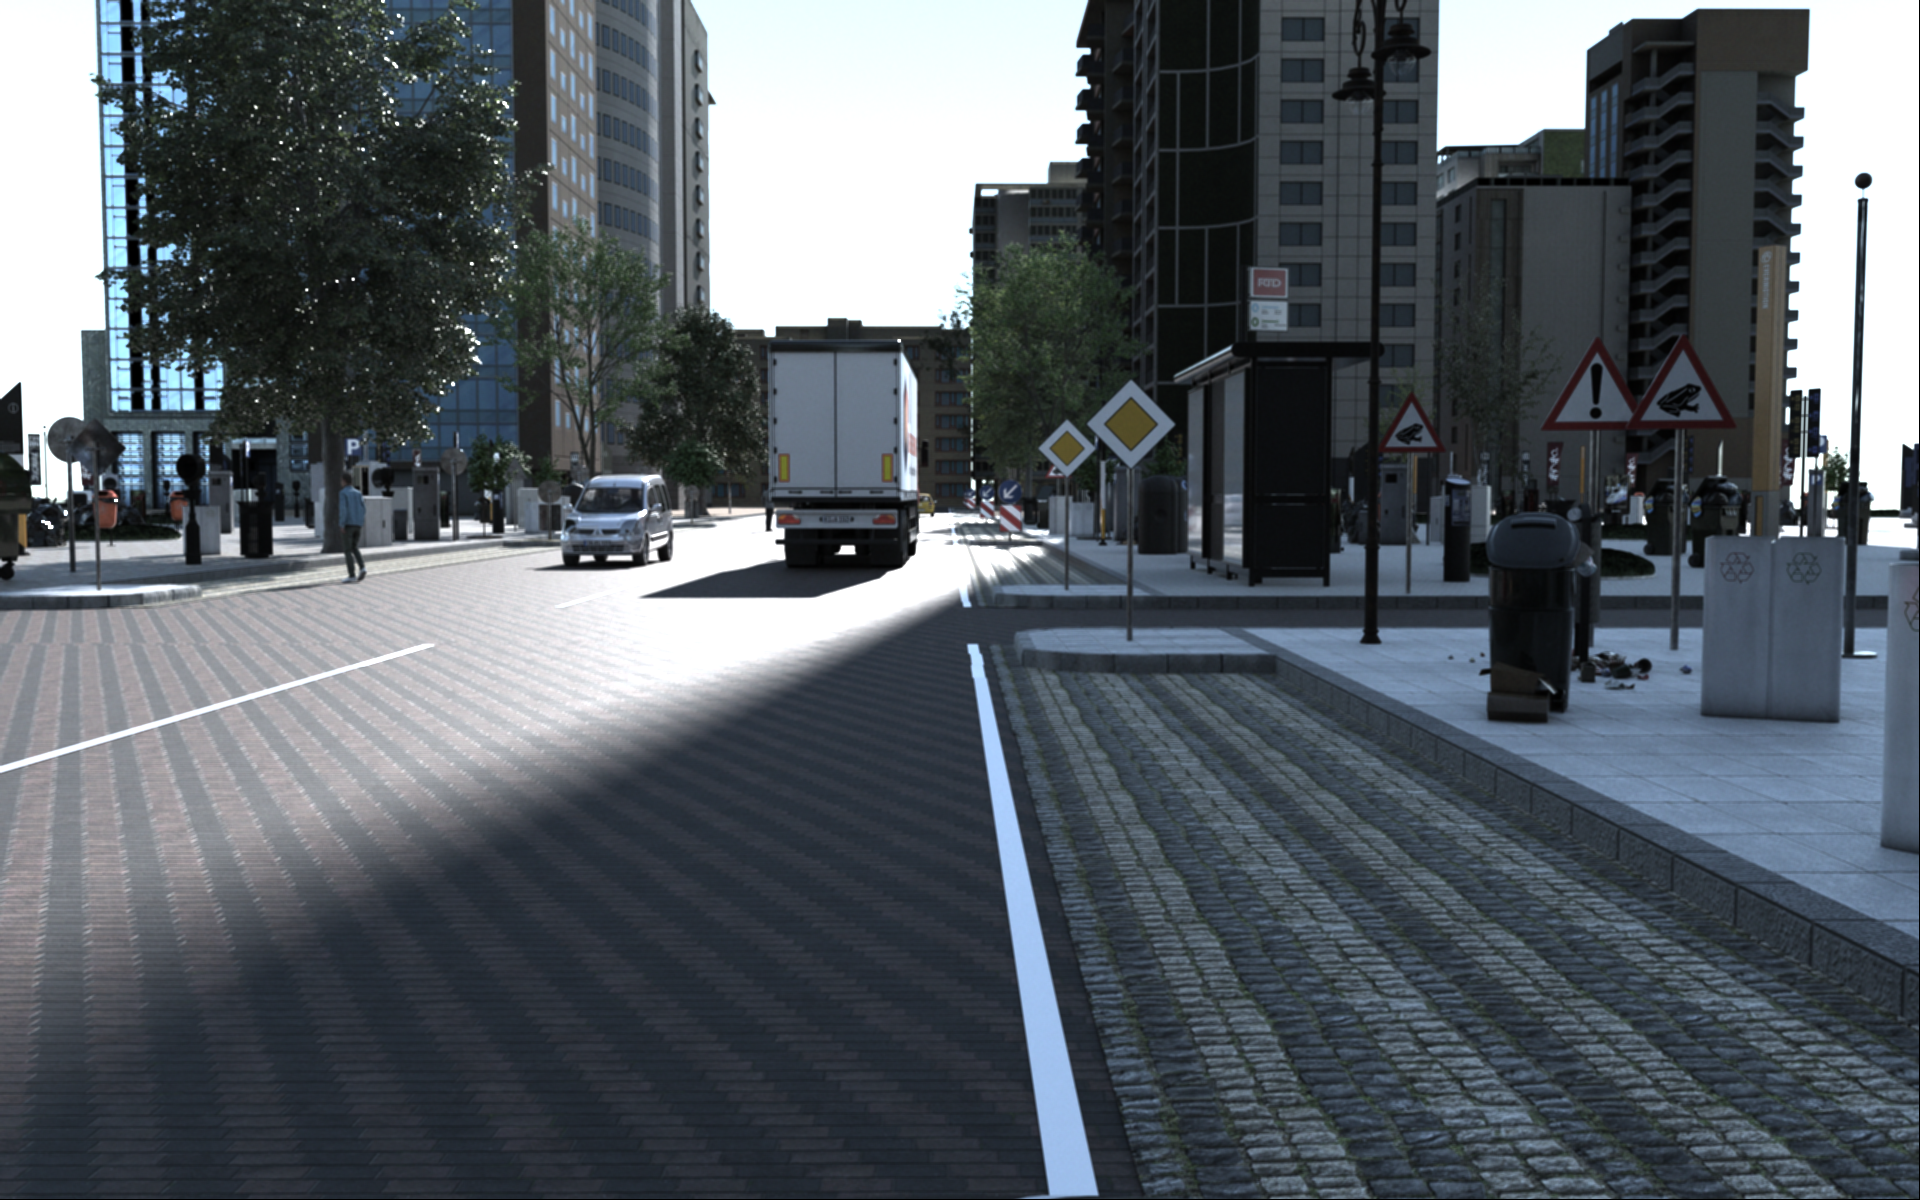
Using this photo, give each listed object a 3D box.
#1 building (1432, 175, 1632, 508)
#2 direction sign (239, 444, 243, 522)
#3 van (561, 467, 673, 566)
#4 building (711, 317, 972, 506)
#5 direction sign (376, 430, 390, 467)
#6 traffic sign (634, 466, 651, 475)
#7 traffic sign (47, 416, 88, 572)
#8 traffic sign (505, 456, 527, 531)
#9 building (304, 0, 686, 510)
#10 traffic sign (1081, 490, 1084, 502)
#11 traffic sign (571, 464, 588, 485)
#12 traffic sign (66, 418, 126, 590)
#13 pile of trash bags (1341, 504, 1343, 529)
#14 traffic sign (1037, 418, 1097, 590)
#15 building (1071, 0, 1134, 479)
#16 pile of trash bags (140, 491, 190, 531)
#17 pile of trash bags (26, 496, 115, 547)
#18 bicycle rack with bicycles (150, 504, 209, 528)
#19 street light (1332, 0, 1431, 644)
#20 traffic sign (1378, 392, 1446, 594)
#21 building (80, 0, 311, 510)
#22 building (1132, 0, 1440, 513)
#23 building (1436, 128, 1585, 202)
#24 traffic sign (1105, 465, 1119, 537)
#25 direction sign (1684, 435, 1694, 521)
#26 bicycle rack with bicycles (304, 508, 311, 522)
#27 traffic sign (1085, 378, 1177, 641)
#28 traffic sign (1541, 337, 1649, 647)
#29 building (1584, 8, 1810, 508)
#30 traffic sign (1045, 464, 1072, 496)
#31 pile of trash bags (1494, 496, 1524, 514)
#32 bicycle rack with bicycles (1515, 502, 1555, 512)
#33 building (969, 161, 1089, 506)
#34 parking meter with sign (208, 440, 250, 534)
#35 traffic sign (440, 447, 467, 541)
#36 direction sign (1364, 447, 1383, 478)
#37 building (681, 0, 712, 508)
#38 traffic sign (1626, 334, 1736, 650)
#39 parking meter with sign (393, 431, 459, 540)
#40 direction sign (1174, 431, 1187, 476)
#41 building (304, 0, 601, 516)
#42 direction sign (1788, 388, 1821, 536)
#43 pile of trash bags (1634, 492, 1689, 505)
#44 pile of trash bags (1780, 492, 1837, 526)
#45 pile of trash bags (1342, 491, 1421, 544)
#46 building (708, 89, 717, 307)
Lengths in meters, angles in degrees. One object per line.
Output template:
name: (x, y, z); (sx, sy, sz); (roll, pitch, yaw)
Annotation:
building: (52.383, -23.778, 160.469); (14.107, 30.474, 14.160); (0, 4, 0)
direction sign: (-32.465, -5.278, 78.293); (0.379, 3.537, 0.876); (-2, 4, -28)
van: (-7.059, -1.765, 35.863); (2.013, 2.044, 4.112); (0, 4, 1)
building: (-13.283, -21.941, 203.777); (28.899, 21.520, 27.650); (0, 4, 0)
direction sign: (-19.855, -4.130, 59.515); (0.379, 3.537, 0.876); (-3, 4, -37)
traffic sign: (-14.286, -4.758, 77.907); (0.768, 2.556, 0.104); (0, 4, 1)
traffic sign: (-14.580, -1.730, 28.389); (0.768, 2.556, 0.104); (0, 4, 1)
traffic sign: (-15.353, -3.652, 59.719); (0.884, 2.594, 0.081); (0, 4, 7)
building: (-32.902, -35.754, 126.578); (21.231, 58.520, 28.212); (0, 4, 0)
traffic sign: (3.870, -3.336, 54.645); (0.768, 2.556, 0.104); (0, 4, 3)
traffic sign: (-16.251, -4.517, 73.952); (0.768, 2.556, 0.104); (0, 4, 4)
traffic sign: (-11.471, -1.185, 23.019); (0.795, 2.450, 0.064); (0, 4, 0)
pile of trash bags: (12.482, -2.878, 56.809); (1.912, 1.369, 3.447); (2, 4, 28)
traffic sign: (1.423, -1.190, 23.096); (0.795, 2.450, 0.064); (0, 4, 0)
building: (21.449, -30.366, 151.104); (22.147, 44.769, 28.867); (0, 4, 0)
pile of trash bags: (-25.686, -2.682, 53.596); (3.447, 1.369, 1.912); (-3, 4, -36)
pile of trash bags: (-22.317, -1.997, 42.396); (3.447, 1.369, 1.912); (0, 4, -1)
bicycle rack with bicycles: (-29.086, -3.190, 65.535); (2.852, 0.926, 2.925); (0, 4, 5)
street light: (3.534, -2.565, 14.726); (0.468, 5.910, 1.993); (0, 4, 0)
traffic sign: (5.759, -1.357, 22.187); (0.884, 2.594, 0.081); (0, 4, 1)
building: (-60.685, -51.347, 152.187); (31.000, 86.520, 22.319); (0, 4, 0)
building: (21.723, -42.040, 125.607); (20.563, 71.187, 20.611); (0, 4, 0)
building: (61.874, -31.395, 196.900); (14.086, 41.232, 14.154); (0, 4, 0)
traffic sign: (4.427, -3.015, 51.419); (0.606, 2.300, 0.079); (0, 4, 6)
direction sign: (28.172, -4.589, 67.019); (0.379, 3.537, 0.876); (0, 4, 3)
bicycle rack with bicycles: (-29.222, -4.093, 80.308); (2.852, 0.926, 2.925); (-2, 4, -28)
traffic sign: (1.484, -0.701, 15.111); (0.795, 2.450, 0.064); (0, 4, 0)
traffic sign: (5.290, -0.885, 14.478); (0.884, 2.594, 0.081); (0, 4, 5)
building: (66.547, -31.102, 158.627); (14.200, 45.320, 14.600); (0, 4, 0)
traffic sign: (3.249, -3.502, 57.265); (0.884, 2.594, 0.081); (0, 4, 5)
pile of trash bags: (28.298, -4.940, 90.514); (3.447, 1.369, 1.912); (3, 4, 37)
bicycle rack with bicycles: (31.430, -4.995, 95.047); (2.852, 0.926, 2.925); (-2, 4, -31)
building: (13.150, -31.379, 204.932); (23.993, 40.220, 32.217); (0, 4, 0)
parking meter with sign: (-24.028, -3.671, 56.288); (1.738, 3.016, 0.543); (-1, 4, -9)
traffic sign: (-13.822, -2.886, 47.286); (0.768, 2.556, 0.104); (1, 4, 9)
direction sign: (19.783, -5.556, 82.842); (0.876, 3.537, 0.379); (2, 4, 27)
building: (-34.358, -32.499, 155.062); (21.600, 48.544, 21.300); (0, 4, 0)
traffic sign: (5.893, -0.869, 14.217); (0.884, 2.594, 0.081); (0, 4, 3)
parking meter with sign: (-14.883, -3.181, 48.270); (1.738, 3.016, 0.543); (-1, 4, -12)
direction sign: (8.116, -4.302, 62.341); (0.876, 3.537, 0.379); (0, 4, -2)
building: (-30.412, -27.846, 105.392); (14.600, 45.320, 14.200); (0, 4, 0)
direction sign: (18.197, -2.776, 37.378); (0.379, 3.537, 0.876); (-1, 4, -16)
pile of trash bags: (38.738, -5.214, 94.998); (3.447, 1.369, 1.912); (1, 4, 13)
pile of trash bags: (34.631, -3.755, 71.145); (1.912, 1.369, 3.447); (3, 4, 36)
pile of trash bags: (11.295, -2.230, 46.207); (1.912, 1.369, 3.447); (1, 4, 14)
building: (-41.748, -37.526, 202.792); (27.495, 52.752, 28.713); (0, 4, 0)
